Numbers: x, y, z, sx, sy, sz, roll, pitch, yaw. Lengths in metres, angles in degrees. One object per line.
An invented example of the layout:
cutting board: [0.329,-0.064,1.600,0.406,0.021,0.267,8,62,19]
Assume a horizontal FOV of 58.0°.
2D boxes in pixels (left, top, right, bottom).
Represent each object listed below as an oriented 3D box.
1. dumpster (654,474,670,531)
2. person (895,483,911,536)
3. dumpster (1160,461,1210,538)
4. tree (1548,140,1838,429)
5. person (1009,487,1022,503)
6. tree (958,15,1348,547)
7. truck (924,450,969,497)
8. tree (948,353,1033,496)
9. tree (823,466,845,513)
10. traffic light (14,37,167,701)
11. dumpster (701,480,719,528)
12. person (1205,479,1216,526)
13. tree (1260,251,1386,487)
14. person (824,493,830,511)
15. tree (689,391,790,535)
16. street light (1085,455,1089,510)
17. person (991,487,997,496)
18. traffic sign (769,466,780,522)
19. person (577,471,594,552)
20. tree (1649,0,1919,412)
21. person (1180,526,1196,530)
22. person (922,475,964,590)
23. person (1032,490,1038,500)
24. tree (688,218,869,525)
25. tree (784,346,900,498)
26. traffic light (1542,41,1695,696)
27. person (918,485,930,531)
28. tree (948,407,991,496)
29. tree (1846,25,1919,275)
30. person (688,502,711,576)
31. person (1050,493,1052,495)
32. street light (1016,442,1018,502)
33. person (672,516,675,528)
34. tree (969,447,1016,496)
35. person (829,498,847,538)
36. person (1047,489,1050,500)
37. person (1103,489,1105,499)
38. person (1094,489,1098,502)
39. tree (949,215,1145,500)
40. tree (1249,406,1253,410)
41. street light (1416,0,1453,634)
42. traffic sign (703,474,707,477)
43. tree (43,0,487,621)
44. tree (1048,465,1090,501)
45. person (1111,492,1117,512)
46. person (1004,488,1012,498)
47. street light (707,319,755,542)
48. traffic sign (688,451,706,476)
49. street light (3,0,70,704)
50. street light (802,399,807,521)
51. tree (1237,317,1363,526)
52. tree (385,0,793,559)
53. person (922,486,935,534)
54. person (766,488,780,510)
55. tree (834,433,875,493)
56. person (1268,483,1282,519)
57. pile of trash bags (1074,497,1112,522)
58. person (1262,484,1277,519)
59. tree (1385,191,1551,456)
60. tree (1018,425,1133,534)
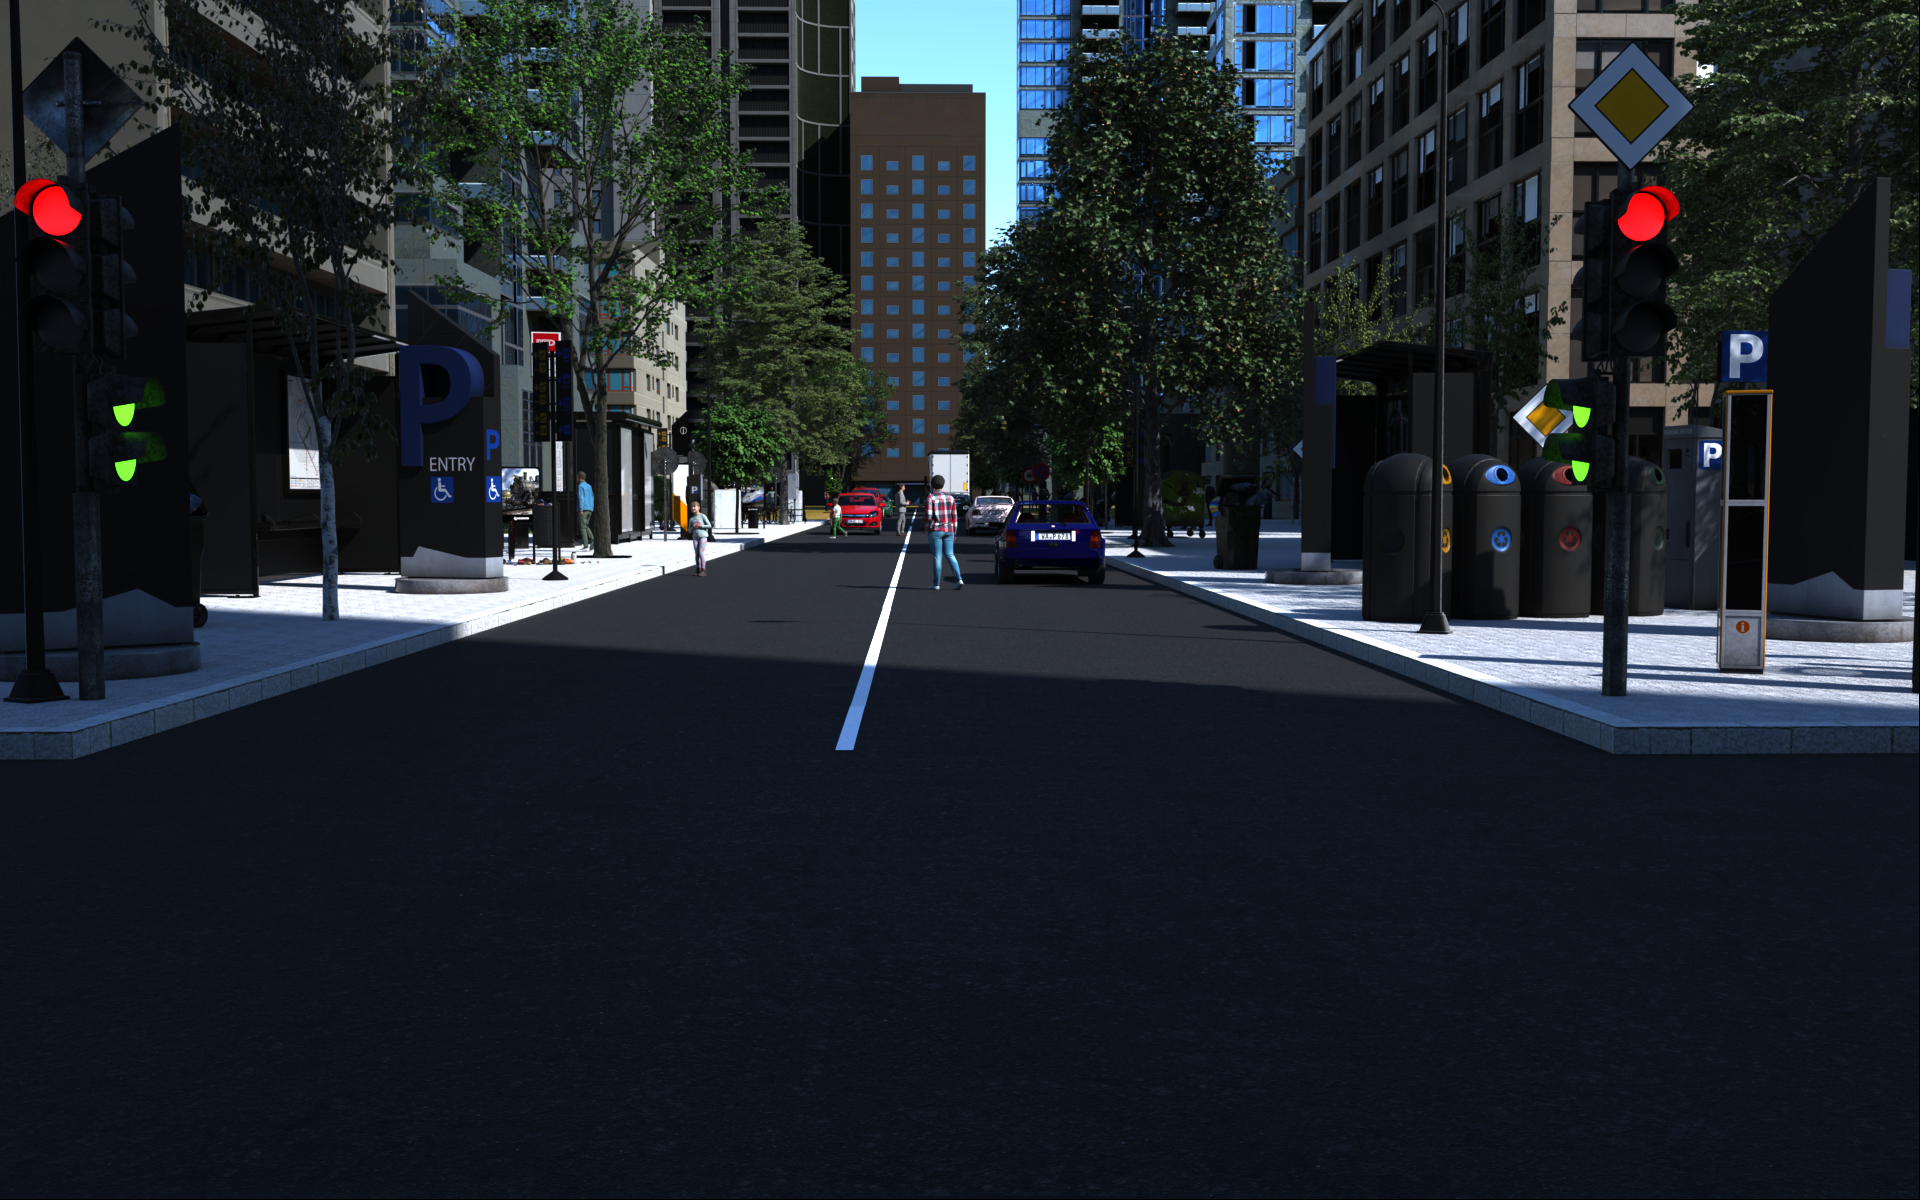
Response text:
dumpster: [-10.981,-3.612,61.542,1.502,2.255,1.985,0,4,-1]
person: [-1.928,-3.087,59.180,0.583,1.804,0.606,-1,4,-16]
dumpster: [6.525,-2.986,51.308,1.502,2.255,1.985,0,4,-1]
tree: [15.042,-5.140,34.405,4.737,8.622,4.395,0,3,0]
person: [3.443,-6.161,107.323,0.990,1.755,0.434,0,4,-4]
tree: [4.593,-7.640,41.917,9.611,12.733,9.660,0,3,0]
truck: [-0.881,-7.806,116.537,2.839,4.237,11.283,0,4,-3]
tree: [2.658,-13.102,132.348,7.486,12.596,7.792,0,3,0]
tree: [-8.803,-7.511,117.400,1.663,3.219,1.824,0,3,0]
traffic light: [-5.404,-1.332,10.701,0.839,4.253,0.868,0,4,-1]
dumpster: [-9.854,-3.662,65.636,1.264,1.857,1.865,0,4,-1]
person: [9.947,-3.919,69.481,0.474,1.900,0.648,2,4,34]
tree: [12.436,-6.278,53.013,4.737,8.622,4.395,0,3,0]
person: [-9.849,-7.478,129.015,0.721,1.736,1.217,1,4,14]
tree: [-7.132,-4.383,55.375,4.285,4.588,4.351,0,3,0]
street light: [3.193,-4.789,50.844,1.470,5.913,1.316,0,4,-1]
person: [2.736,-7.947,135.916,0.705,1.831,1.348,-2,4,-32]
traffic sign: [-8.475,-4.868,79.706,0.768,2.556,0.104,0,4,4]
person: [-8.329,-1.967,38.540,0.444,1.785,0.601,2,4,27]
tree: [14.084,-6.701,27.682,7.486,12.596,7.792,0,3,0]
person: [8.171,-3.418,62.326,0.834,1.777,0.661,-2,4,-33]
person: [-0.273,-1.014,25.910,0.563,1.720,0.643,-2,4,-32]
person: [5.784,-7.738,133.483,0.541,1.710,0.530,2,4,32]
tree: [-7.787,-9.416,72.083,7.486,12.596,7.792,0,3,0]
tree: [-10.090,-14.196,142.469,12.009,13.543,11.850,0,3,0]
traffic light: [4.154,-1.346,10.932,0.839,4.253,0.868,0,4,-1]
person: [-1.207,-3.613,67.850,0.850,1.792,0.678,1,4,17]
tree: [2.425,-14.013,163.522,8.767,10.594,7.601,1,4,18]
tree: [13.186,-5.130,18.284,7.601,10.594,8.767,0,4,-2]
person: [-4.564,-1.072,30.306,0.425,1.301,0.394,0,4,4]
person: [8.700,-9.366,159.898,1.217,1.735,0.721,-2,4,-29]
street light: [2.284,-6.943,86.056,1.470,5.913,1.316,0,4,-1]
person: [-11.001,-3.655,66.385,0.593,1.750,0.643,2,4,24]
tree: [3.605,-6.981,97.846,4.285,4.588,4.351,0,3,0]
person: [-3.931,-2.637,55.869,0.590,1.304,0.306,1,4,10]
person: [3.964,-4.599,81.077,0.661,1.843,0.795,-3,5,-40]
person: [12.149,-8.536,146.404,0.445,1.727,0.742,0,4,-1]
person: [6.500,-4.873,85.888,0.661,1.801,0.590,3,5,40]
tree: [4.247,-10.441,77.365,9.857,13.997,8.962,0,3,0]
tree: [12.396,-6.831,62.055,4.737,8.622,4.395,0,3,0]
street light: [3.845,-2.646,15.811,1.470,5.913,1.316,0,4,-1]
traffic sign: [-12.198,-4.854,81.499,0.606,2.300,0.079,0,4,7]
tree: [-6.527,-4.085,17.158,4.360,8.622,3.978,0,3,0]
tree: [3.841,-4.033,60.544,1.663,3.219,1.824,0,3,0]
person: [8.427,-5.196,91.933,0.756,1.711,0.436,1,4,14]
person: [3.650,-7.235,124.851,1.217,1.766,0.721,-1,4,-22]
street light: [-6.158,-4.505,46.198,1.470,5.913,1.316,0,4,-1]
traffic sign: [-7.854,-3.112,50.994,0.768,2.556,0.104,0,4,4]
street light: [-5.200,-2.328,10.596,1.470,5.913,1.316,0,4,-1]
street light: [-6.832,-6.672,81.621,1.470,5.913,1.316,0,4,-1]
tree: [13.877,-7.286,69.488,4.360,8.622,3.978,0,3,0]
tree: [-7.342,-6.644,34.382,9.928,11.665,9.643,0,3,0]
person: [-1.043,-3.378,63.100,0.648,1.900,0.474,-1,4,-15]
person: [-15.195,-8.189,140.009,1.350,1.814,0.705,-1,4,-22]
tree: [-10.021,-12.731,158.512,4.360,8.622,3.978,0,3,0]
person: [15.983,-5.120,89.690,1.348,1.831,0.705,0,4,6]
pile of trash bags: [6.610,-4.338,80.674,3.447,1.369,1.912,2,4,33]
person: [15.686,-5.032,88.395,0.705,1.814,1.350,-2,4,-29]
tree: [13.018,-5.663,42.959,4.737,8.622,4.395,0,3,0]
tree: [4.200,-4.453,56.513,4.285,4.588,4.351,0,3,0]
